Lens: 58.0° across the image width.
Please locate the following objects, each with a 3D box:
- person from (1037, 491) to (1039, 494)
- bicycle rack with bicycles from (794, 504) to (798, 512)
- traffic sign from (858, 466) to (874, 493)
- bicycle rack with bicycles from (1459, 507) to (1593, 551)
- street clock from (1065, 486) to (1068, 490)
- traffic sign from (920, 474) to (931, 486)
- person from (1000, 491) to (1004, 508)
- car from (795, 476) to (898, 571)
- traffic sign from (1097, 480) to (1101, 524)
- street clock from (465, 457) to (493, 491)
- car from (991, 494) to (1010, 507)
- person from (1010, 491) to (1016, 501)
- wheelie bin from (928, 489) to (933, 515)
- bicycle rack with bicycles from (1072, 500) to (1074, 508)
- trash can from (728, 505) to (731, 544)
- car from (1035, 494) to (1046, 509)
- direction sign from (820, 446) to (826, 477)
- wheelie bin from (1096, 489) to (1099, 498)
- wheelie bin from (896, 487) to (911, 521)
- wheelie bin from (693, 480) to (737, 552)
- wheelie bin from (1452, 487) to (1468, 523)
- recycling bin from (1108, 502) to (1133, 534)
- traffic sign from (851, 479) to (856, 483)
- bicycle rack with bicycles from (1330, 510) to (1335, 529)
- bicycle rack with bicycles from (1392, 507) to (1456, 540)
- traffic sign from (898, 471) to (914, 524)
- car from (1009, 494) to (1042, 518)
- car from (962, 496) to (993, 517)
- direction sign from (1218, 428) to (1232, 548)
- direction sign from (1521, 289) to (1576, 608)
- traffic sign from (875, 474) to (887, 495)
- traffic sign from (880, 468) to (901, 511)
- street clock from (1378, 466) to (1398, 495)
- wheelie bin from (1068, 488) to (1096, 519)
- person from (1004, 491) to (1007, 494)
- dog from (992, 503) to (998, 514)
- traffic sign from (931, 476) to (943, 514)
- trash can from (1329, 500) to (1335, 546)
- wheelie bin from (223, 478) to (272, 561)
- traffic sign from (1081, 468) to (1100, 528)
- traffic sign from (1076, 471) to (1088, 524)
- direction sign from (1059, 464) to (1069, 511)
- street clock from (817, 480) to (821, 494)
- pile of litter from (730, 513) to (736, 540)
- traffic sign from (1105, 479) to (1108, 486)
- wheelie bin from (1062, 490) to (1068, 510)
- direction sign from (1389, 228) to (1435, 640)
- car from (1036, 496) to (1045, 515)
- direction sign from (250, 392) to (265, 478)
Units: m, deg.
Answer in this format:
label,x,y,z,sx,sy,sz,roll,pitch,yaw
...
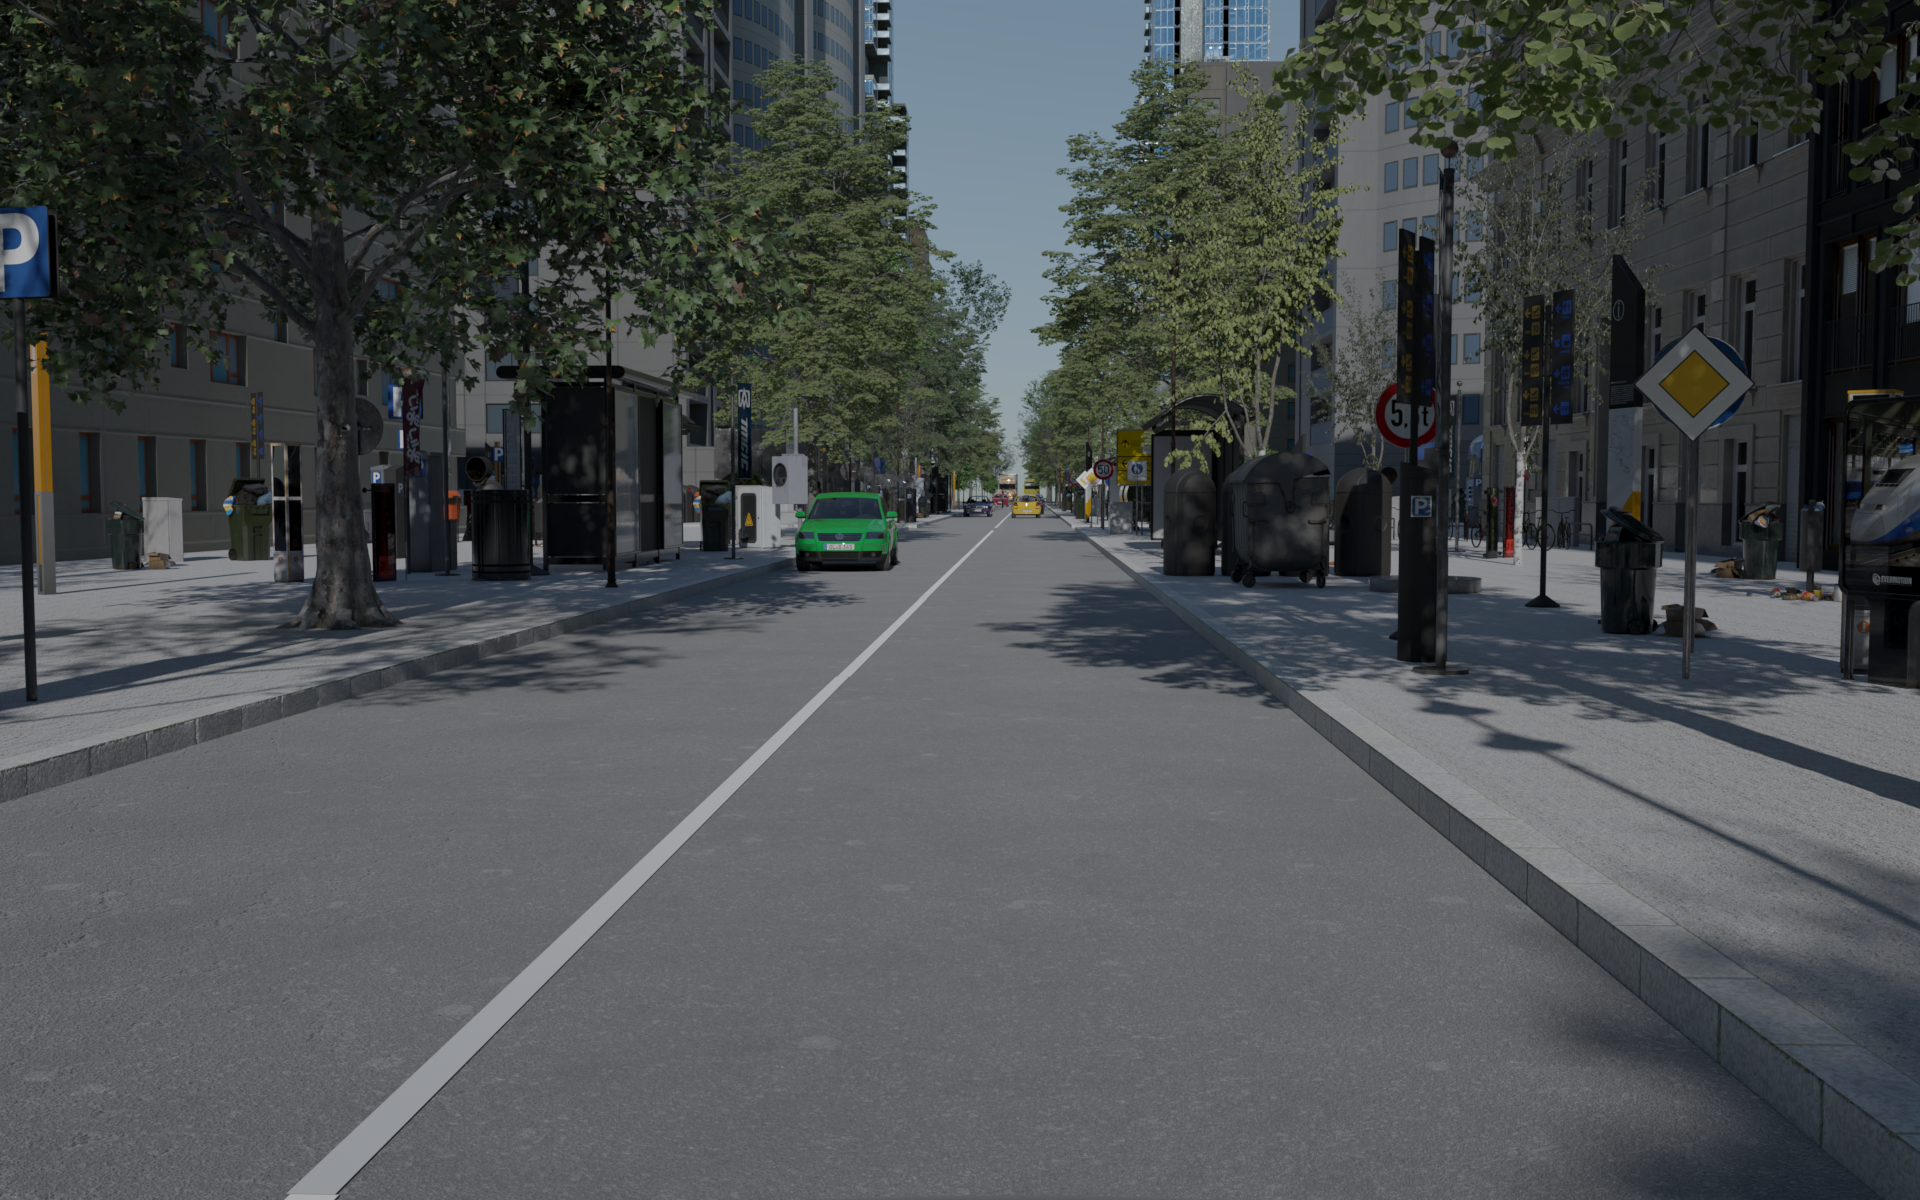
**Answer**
label,x,y,z,sx,sy,sz,roll,pitch,yaw
person,9.184,-11.894,202.976,0.705,1.824,1.348,-1,4,-16
bicycle rack with bicycles,-11.042,-6.799,124.552,2.925,0.926,2.852,1,4,23
traffic sign,-4.321,-4.835,79.152,0.768,2.556,0.104,1,4,11
bicycle rack with bicycles,13.369,-1.638,40.167,2.852,0.926,2.925,0,4,1
street clock,9.170,-8.727,147.254,0.471,2.002,0.358,-1,4,-12
traffic sign,-2.241,-6.692,109.522,0.768,2.556,0.104,0,4,7
person,4.253,-10.232,176.515,0.721,1.735,1.217,-1,4,-12
car,-2.164,-1.522,33.689,1.959,1.807,4.718,0,4,1
traffic sign,5.799,-4.336,73.030,0.606,2.300,0.079,0,4,6
street clock,-9.291,-1.770,33.516,0.471,2.002,0.358,1,4,17
car,4.662,-11.512,197.254,2.155,1.783,4.494,0,4,3
person,6.347,-11.757,201.443,1.217,1.735,0.721,-1,4,-13
wheelie bin,-2.137,-6.014,106.243,0.980,1.594,0.693,1,4,11
bicycle rack with bicycles,10.460,-7.982,143.894,2.925,0.926,2.852,1,4,18
trash can,-5.933,-1.883,42.436,0.748,1.137,0.748,0,3,0
car,7.409,-9.578,168.599,2.014,1.417,4.499,0,4,2
direction sign,-6.193,-5.458,81.242,0.876,3.537,0.379,-2,4,-35
wheelie bin,9.301,-6.641,116.483,0.693,1.594,0.980,1,4,16
wheelie bin,-2.596,-4.550,82.297,0.980,1.594,0.693,2,4,32
wheelie bin,-5.478,-1.892,38.841,0.980,1.594,0.693,-1,4,-13
wheelie bin,22.466,-4.265,77.645,0.693,1.594,0.980,2,4,27
recycling bin,5.148,-2.633,55.596,0.722,1.027,0.722,0,4,1
traffic sign,-5.115,-4.884,79.965,0.768,2.556,0.104,1,4,8
bicycle rack with bicycles,12.889,-3.019,62.739,2.925,0.926,2.852,2,4,25
bicycle rack with bicycles,13.067,-2.128,48.168,2.852,0.926,2.925,1,4,19
traffic sign,-2.346,-4.324,74.339,0.795,2.450,0.064,0,4,2
car,3.935,-5.703,103.463,2.015,1.641,3.980,0,4,1
car,1.135,-5.870,108.554,1.945,1.354,3.894,0,4,3
direction sign,6.280,-3.014,41.276,0.379,3.537,0.876,-1,4,-14
direction sign,6.627,-1.688,19.597,0.379,3.537,0.876,-1,4,-19
traffic sign,-4.076,-5.339,89.425,0.606,2.300,0.079,0,4,5
traffic sign,-2.670,-3.836,66.360,0.795,2.450,0.064,0,4,2
street clock,11.145,-2.485,45.204,0.471,2.002,0.358,0,4,-3
wheelie bin,6.227,-4.905,88.110,0.980,1.594,0.693,1,4,22
person,5.647,-12.597,214.327,0.709,1.838,0.599,1,4,22
dog,2.247,-6.459,122.443,0.513,0.831,0.800,-2,4,-30
traffic sign,-1.504,-6.781,112.049,0.795,2.450,0.064,1,4,12
trash can,9.135,-1.935,43.293,0.748,1.137,0.748,0,3,0
wheelie bin,-13.669,-1.562,33.442,0.693,1.594,0.980,3,4,38
traffic sign,5.017,-3.816,66.029,0.795,2.450,0.064,0,4,2
traffic sign,5.341,-4.304,74.007,0.795,2.450,0.064,0,4,2
direction sign,7.751,-8.362,128.722,0.876,3.537,0.379,-2,4,-31
street clock,-7.561,-5.286,90.997,0.471,2.002,0.358,-1,4,-16
pile of litter,-6.345,-2.123,48.683,1.176,0.858,1.719,0,4,3
traffic sign,10.028,-7.060,115.532,0.768,2.556,0.104,1,4,9
wheelie bin,8.430,-7.823,135.808,0.980,1.594,0.693,3,5,42
direction sign,3.987,-1.419,15.205,0.379,3.537,0.876,2,4,33
car,5.059,-6.722,122.483,1.945,1.354,3.894,0,4,1
direction sign,-15.669,-2.856,38.690,0.379,3.537,0.876,-3,4,-37
